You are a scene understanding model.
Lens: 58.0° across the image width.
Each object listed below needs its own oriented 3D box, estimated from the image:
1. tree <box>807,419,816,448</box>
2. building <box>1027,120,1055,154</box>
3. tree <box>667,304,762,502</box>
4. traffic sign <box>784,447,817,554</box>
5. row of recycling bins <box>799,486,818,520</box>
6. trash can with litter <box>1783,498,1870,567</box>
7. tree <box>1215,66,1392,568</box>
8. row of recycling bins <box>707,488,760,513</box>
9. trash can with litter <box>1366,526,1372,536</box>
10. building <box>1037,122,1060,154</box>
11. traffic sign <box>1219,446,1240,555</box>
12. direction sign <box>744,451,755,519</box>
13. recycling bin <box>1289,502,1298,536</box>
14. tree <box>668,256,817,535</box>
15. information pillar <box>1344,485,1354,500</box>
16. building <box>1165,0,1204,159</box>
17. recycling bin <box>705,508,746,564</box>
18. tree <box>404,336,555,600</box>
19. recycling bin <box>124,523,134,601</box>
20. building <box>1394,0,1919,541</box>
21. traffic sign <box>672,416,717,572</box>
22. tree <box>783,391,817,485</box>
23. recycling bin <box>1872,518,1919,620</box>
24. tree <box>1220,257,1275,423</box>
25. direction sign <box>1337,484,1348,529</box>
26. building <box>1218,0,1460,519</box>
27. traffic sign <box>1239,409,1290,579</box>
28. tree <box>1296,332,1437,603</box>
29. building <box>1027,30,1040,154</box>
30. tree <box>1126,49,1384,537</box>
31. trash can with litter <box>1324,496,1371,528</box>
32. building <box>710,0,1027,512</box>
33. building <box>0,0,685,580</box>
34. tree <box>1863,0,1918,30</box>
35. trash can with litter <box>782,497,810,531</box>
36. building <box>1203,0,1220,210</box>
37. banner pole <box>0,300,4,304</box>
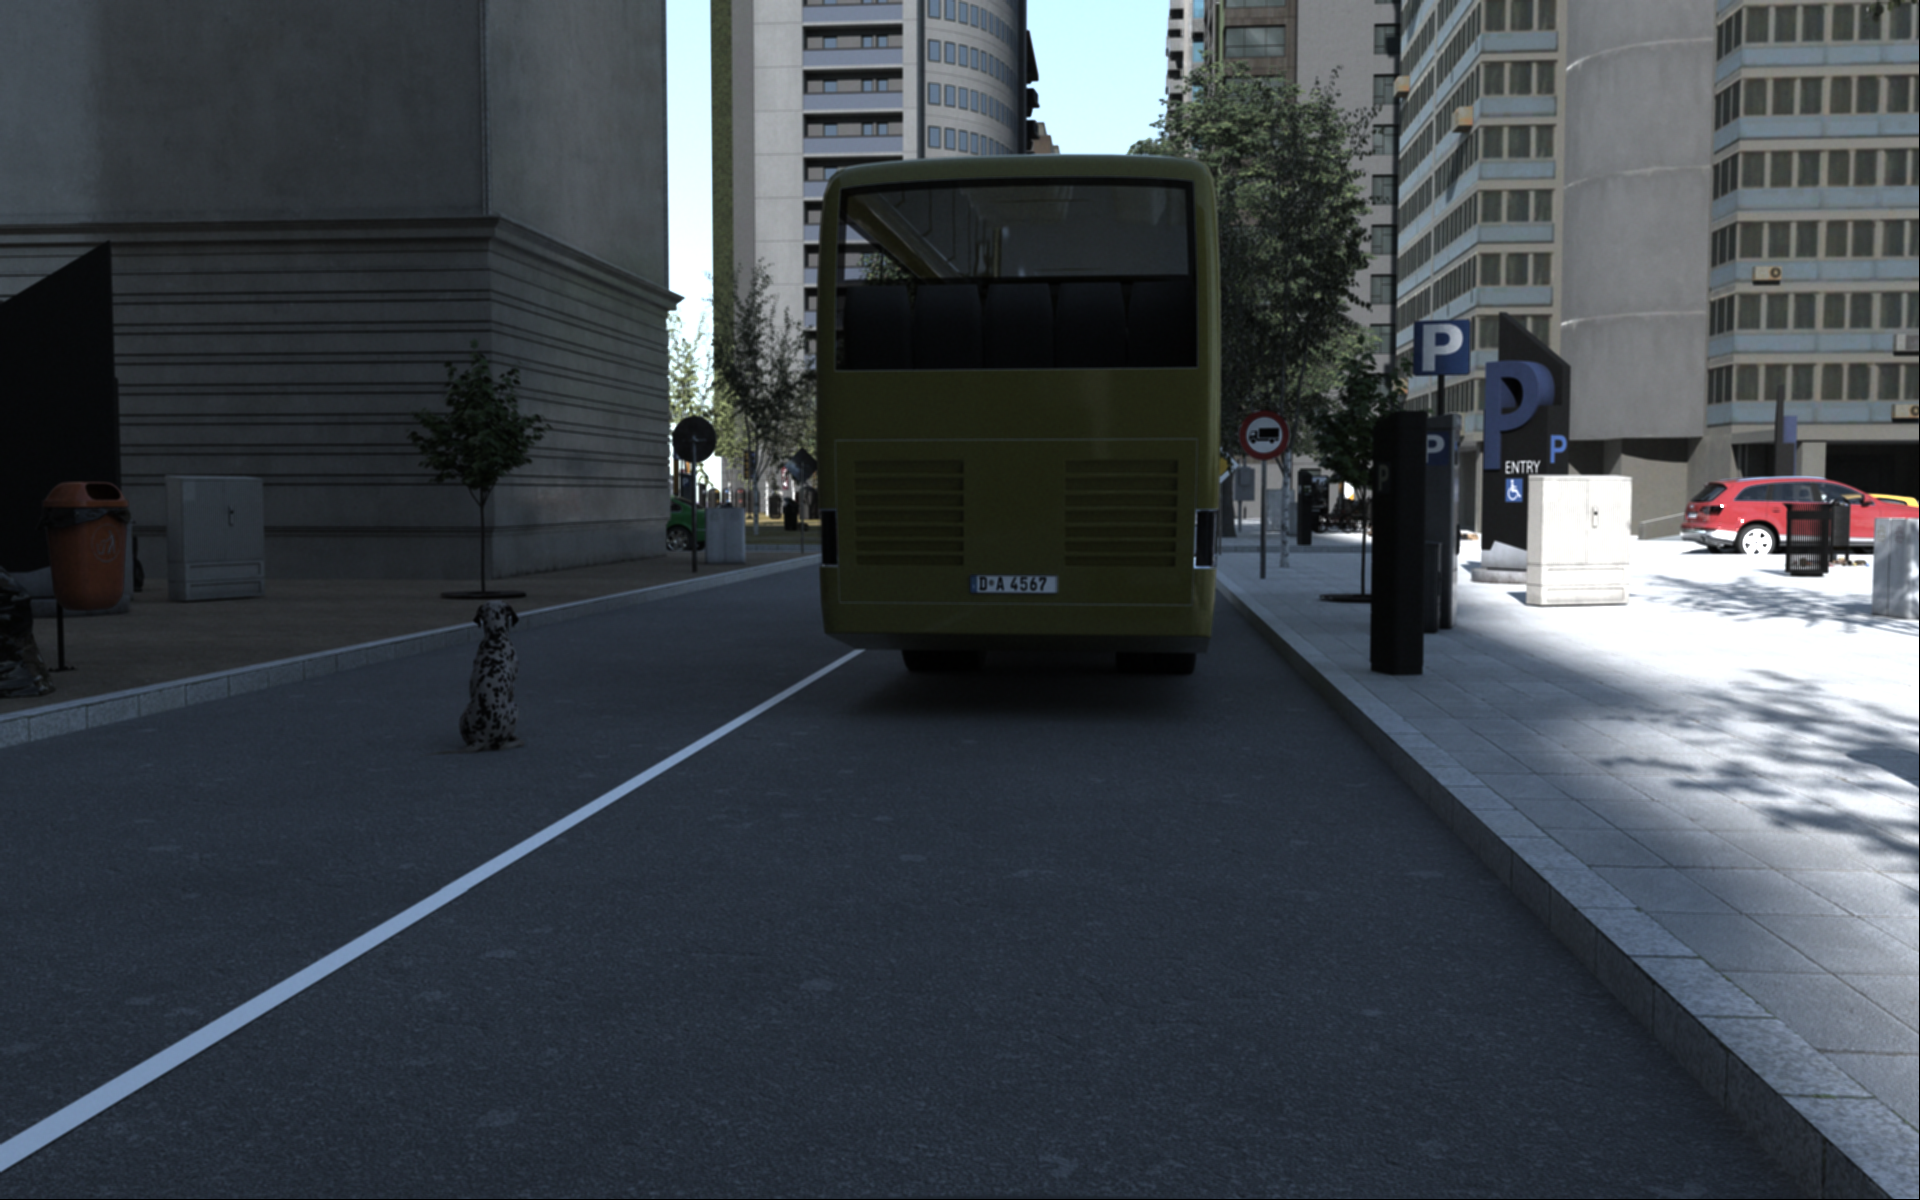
[{"bbox_3d":[-1.292,-9.283,68.790,9.611,12.733,9.660,0,3,0],"label":"tree"},{"bbox_3d":[4.446,-34.356,211.831,14.600,45.320,14.200,0,4,5],"label":"building"},{"bbox_3d":[-10.258,-7.103,66.490,4.737,8.622,4.395,0,3,0],"label":"tree"},{"bbox_3d":[-3.387,-2.054,37.224,0.795,2.450,0.064,0,4,5],"label":"traffic sign"},{"bbox_3d":[-6.712,-4.948,88.020,1.069,1.692,3.534,3,5,43],"label":"row of recycling bins"},{"bbox_3d":[15.494,-1.228,31.142,2.233,1.210,1.678,-2,4,-32],"label":"trash can with litter"},{"bbox_3d":[5.588,-4.885,30.232,4.360,8.622,3.978,0,3,0],"label":"tree"},{"bbox_3d":[-15.358,-6.743,117.363,3.534,1.692,1.069,-1,4,-17],"label":"row of recycling bins"},{"bbox_3d":[12.912,-2.524,52.648,1.055,1.170,0.624,-2,4,-26],"label":"trash can with litter"},{"bbox_3d":[2.769,-37.082,229.987,21.300,48.544,21.600,0,4,5],"label":"building"},{"bbox_3d":[5.465,-2.001,36.364,0.795,2.450,0.064,0,4,5],"label":"traffic sign"},{"bbox_3d":[-11.002,-6.027,90.539,0.379,3.537,0.876,2,4,32],"label":"direction sign"},{"bbox_3d":[10.288,-2.472,52.968,0.722,1.027,0.722,2,4,32],"label":"recycling bin"},{"bbox_3d":[-6.191,-6.315,53.609,4.360,8.622,3.978,0,3,0],"label":"tree"},{"bbox_3d":[19.214,-5.761,85.553,0.504,3.616,0.183,3,5,39],"label":"information pillar"},{"bbox_3d":[29.375,-32.628,153.068,23.786,49.044,30.456,0,4,5],"label":"building"},{"bbox_3d":[-4.328,-1.187,31.960,0.722,1.027,0.722,0,4,-6],"label":"recycling bin"},{"bbox_3d":[-6.071,-1.644,21.477,1.663,3.219,1.824,0,3,0],"label":"tree"},{"bbox_3d":[-10.296,-0.488,20.541,0.722,1.027,0.722,0,4,-8],"label":"recycling bin"},{"bbox_3d":[28.660,-22.521,60.106,23.993,40.220,32.217,0,4,5],"label":"building"},{"bbox_3d":[-4.350,-1.725,28.315,0.768,2.556,0.104,1,4,12],"label":"traffic sign"},{"bbox_3d":[-10.089,-10.198,117.107,4.737,8.622,4.395,0,3,0],"label":"tree"},{"bbox_3d":[10.014,-0.333,17.994,0.722,1.027,0.722,0,3,0],"label":"recycling bin"},{"bbox_3d":[9.081,-8.769,69.135,9.928,11.665,9.643,0,3,0],"label":"tree"},{"bbox_3d":[14.119,-4.393,63.822,0.379,3.537,0.876,-1,4,-13],"label":"direction sign"},{"bbox_3d":[21.159,-19.798,95.402,14.160,30.474,14.107,0,4,5],"label":"building"},{"bbox_3d":[4.595,-1.596,26.194,0.768,2.556,0.104,1,4,14],"label":"traffic sign"},{"bbox_3d":[4.797,-1.609,20.905,1.663,3.219,1.824,0,3,0],"label":"tree"},{"bbox_3d":[-3.956,-31.098,163.081,22.147,44.769,28.867,0,4,5],"label":"building"},{"bbox_3d":[7.994,-8.853,51.403,9.857,13.997,8.962,0,3,0],"label":"tree"},{"bbox_3d":[15.347,-3.365,66.073,2.233,1.210,1.678,-3,5,-41],"label":"trash can with litter"},{"bbox_3d":[-6.116,-36.221,134.211,21.231,58.520,28.212,0,4,5],"label":"building"},{"bbox_3d":[-16.212,-11.919,31.032,21.152,22.565,11.583,0,4,5],"label":"building"},{"bbox_3d":[7.831,-3.726,11.286,4.360,8.622,3.978,0,3,0],"label":"tree"},{"bbox_3d":[-5.692,-3.004,60.497,1.055,1.170,0.624,2,4,33],"label":"trash can with litter"},{"bbox_3d":[26.383,-42.130,127.076,20.563,71.187,20.611,0,4,5],"label":"building"},{"bbox_3d":[-12.486,-1.972,22.258,0.401,3.779,0.863,2,4,26],"label":"banner pole"}]
